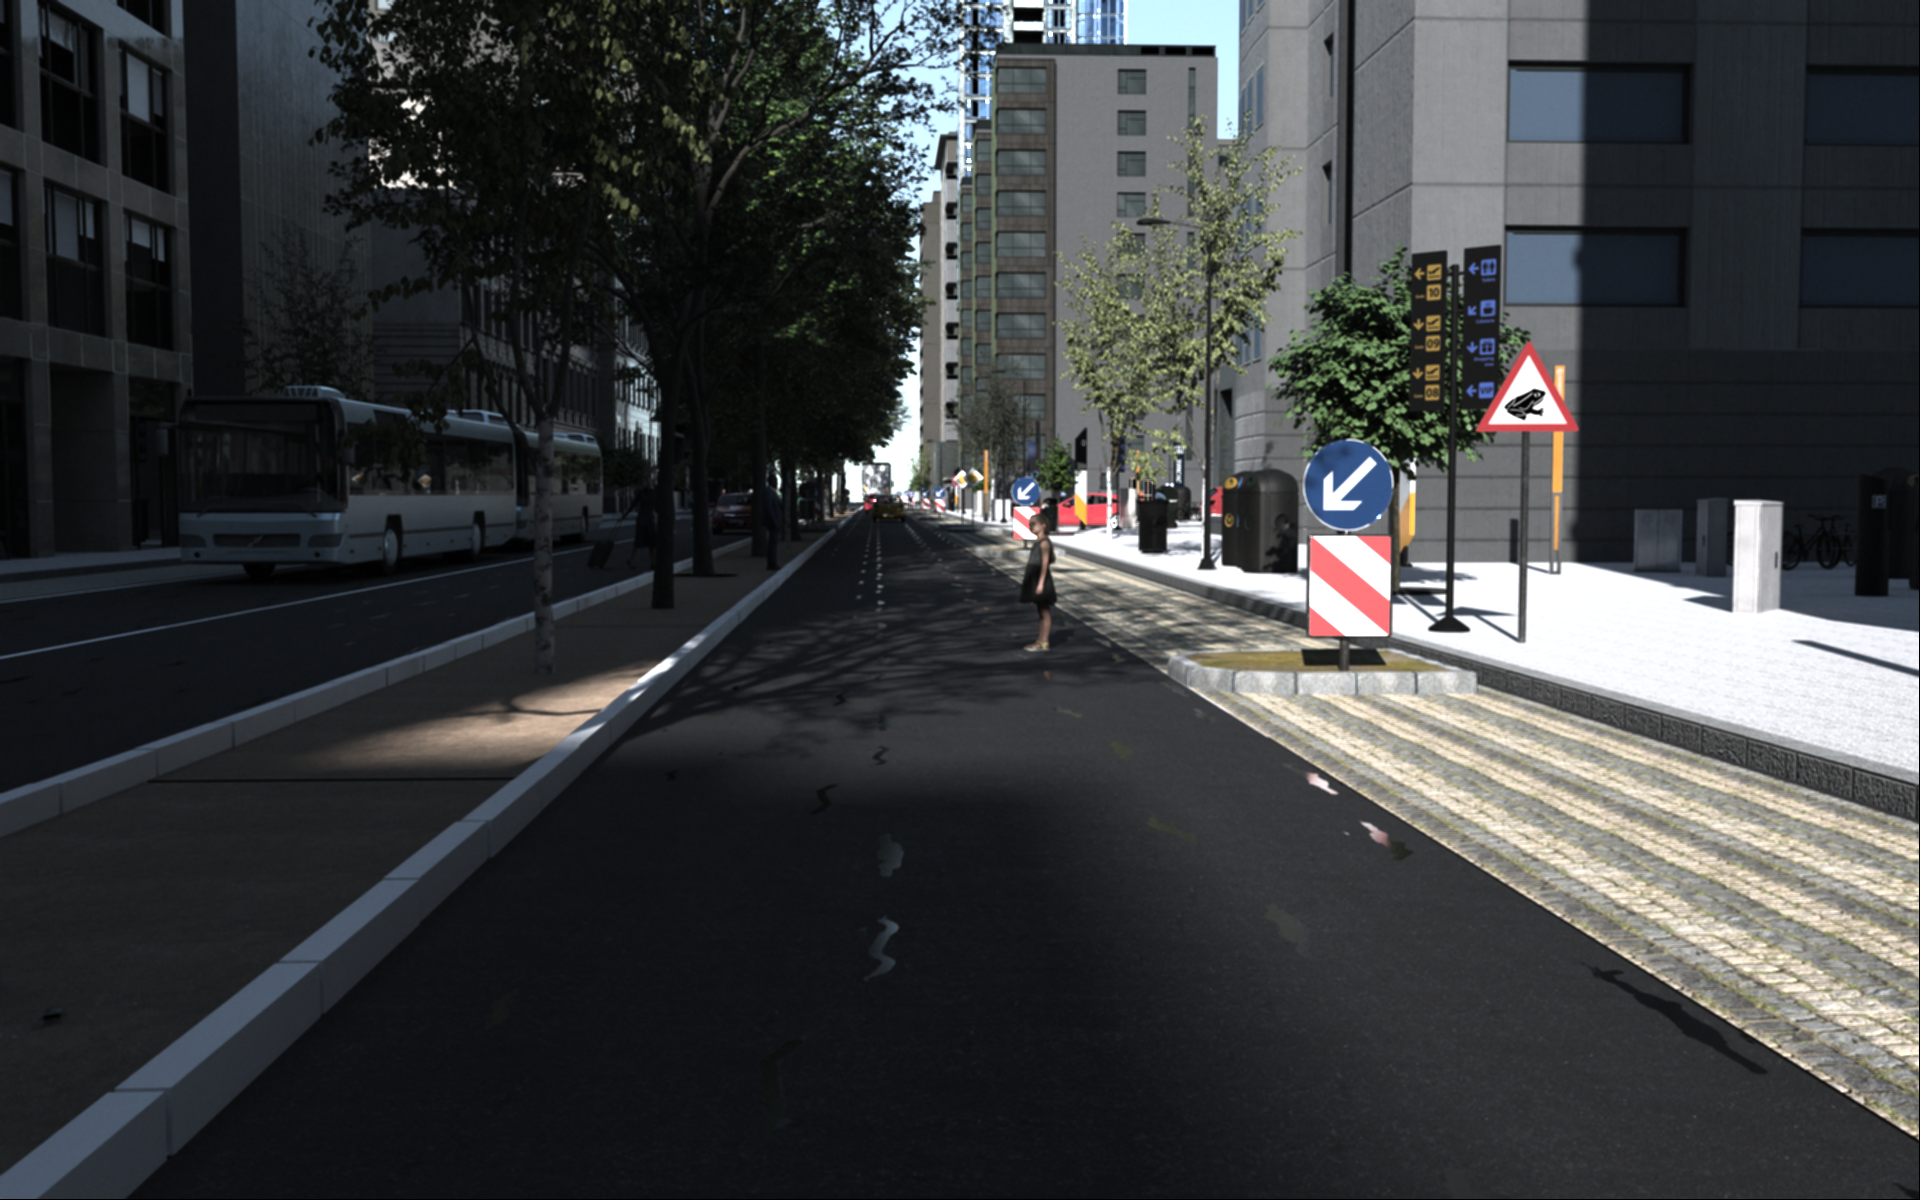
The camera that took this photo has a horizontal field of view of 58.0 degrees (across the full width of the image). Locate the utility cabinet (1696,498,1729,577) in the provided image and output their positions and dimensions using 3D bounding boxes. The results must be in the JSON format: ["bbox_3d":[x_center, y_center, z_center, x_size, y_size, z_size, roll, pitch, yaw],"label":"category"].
[{"bbox_3d":[11.806,-0.983,27.227,0.306,1.237,1.020,1,4,14],"label":"utility cabinet"}]

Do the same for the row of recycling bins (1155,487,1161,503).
[{"bbox_3d":[12.320,-5.919,103.892,1.069,1.692,3.534,0,4,-5],"label":"row of recycling bins"}]

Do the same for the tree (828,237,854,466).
[{"bbox_3d":[-4.526,-5.634,44.932,4.737,8.622,4.395,0,3,0],"label":"tree"}]

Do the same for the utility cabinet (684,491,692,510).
[{"bbox_3d":[-21.141,-7.753,135.444,0.318,1.500,1.173,1,4,21],"label":"utility cabinet"}]

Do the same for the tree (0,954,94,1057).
[{"bbox_3d":[-3.044,-5.598,4.352,12.009,13.543,11.850,0,3,0],"label":"tree"}]

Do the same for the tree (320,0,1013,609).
[{"bbox_3d":[-3.712,-5.141,20.931,8.767,10.594,7.601,0,4,-3],"label":"tree"}]

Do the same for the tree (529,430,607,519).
[{"bbox_3d":[-19.101,-5.850,79.363,4.285,4.588,4.351,0,3,0],"label":"tree"}]

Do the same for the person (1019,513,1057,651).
[{"bbox_3d":[0.712,-0.167,15.908,0.373,1.253,0.362,-1,4,-11],"label":"person"}]

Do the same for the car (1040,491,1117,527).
[{"bbox_3d":[4.731,-3.642,68.579,4.494,1.783,2.155,0,4,-2],"label":"car"}]

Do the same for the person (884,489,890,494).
[{"bbox_3d":[-5.456,-7.441,130.140,0.580,1.828,0.573,1,4,21],"label":"person"}]

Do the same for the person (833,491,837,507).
[{"bbox_3d":[-13.550,-11.046,189.198,1.348,1.812,0.705,-2,4,-24],"label":"person"}]

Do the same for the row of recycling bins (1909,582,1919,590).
[{"bbox_3d":[14.515,-0.958,22.769,3.534,1.692,1.069,1,4,16],"label":"row of recycling bins"}]

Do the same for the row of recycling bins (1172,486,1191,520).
[{"bbox_3d":[10.842,-4.809,85.733,1.069,1.692,3.534,0,4,4],"label":"row of recycling bins"}]

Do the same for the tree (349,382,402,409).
[{"bbox_3d":[-17.537,-4.095,50.670,4.285,4.588,4.351,0,3,0],"label":"tree"}]

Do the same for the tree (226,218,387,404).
[{"bbox_3d":[-17.188,-5.862,46.211,4.360,8.622,3.978,0,3,0],"label":"tree"}]

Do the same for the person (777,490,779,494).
[{"bbox_3d":[-15.276,-8.304,144.692,0.534,1.772,0.576,-1,4,-19],"label":"person"}]

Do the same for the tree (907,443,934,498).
[{"bbox_3d":[-5.310,-17.824,241.780,4.737,8.622,4.395,0,3,0],"label":"tree"}]

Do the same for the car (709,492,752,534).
[{"bbox_3d":[-8.025,-3.292,62.870,2.155,1.783,4.494,0,4,-5],"label":"car"}]

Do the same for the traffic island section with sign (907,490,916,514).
[{"bbox_3d":[-2.551,-6.930,121.930,1.989,1.847,2.006,0,4,-3],"label":"traffic island section with sign"}]

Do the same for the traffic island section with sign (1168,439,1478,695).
[{"bbox_3d":[2.653,-0.282,13.234,1.989,1.847,2.006,0,4,-3],"label":"traffic island section with sign"}]

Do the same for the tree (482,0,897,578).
[{"bbox_3d":[-4.556,-6.208,29.716,9.928,11.665,9.643,0,3,0],"label":"tree"}]

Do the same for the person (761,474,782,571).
[{"bbox_3d":[-3.518,-1.455,32.476,0.419,1.800,0.721,-1,4,-9],"label":"person"}]

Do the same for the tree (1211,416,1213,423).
[{"bbox_3d":[17.001,-9.463,105.082,4.360,8.622,3.978,0,3,0],"label":"tree"}]

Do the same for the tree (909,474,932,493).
[{"bbox_3d":[-5.683,-16.187,248.371,4.285,4.588,4.351,0,3,0],"label":"tree"}]

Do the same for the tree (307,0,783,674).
[{"bbox_3d":[-3.360,-3.728,13.770,4.737,8.622,4.395,0,3,0],"label":"tree"}]

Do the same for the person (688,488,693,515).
[{"bbox_3d":[-17.976,-6.627,116.689,0.795,1.843,0.661,3,4,38],"label":"person"}]

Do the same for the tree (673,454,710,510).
[{"bbox_3d":[-22.046,-9.637,141.278,4.285,4.588,4.351,0,3,0],"label":"tree"}]

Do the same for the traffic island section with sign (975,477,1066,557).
[{"bbox_3d":[1.363,-1.933,40.236,1.989,1.847,2.006,0,4,-3],"label":"traffic island section with sign"}]

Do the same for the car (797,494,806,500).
[{"bbox_3d":[-18.998,-11.748,203.882,2.131,1.459,4.920,0,4,-3],"label":"car"}]

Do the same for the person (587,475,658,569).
[{"bbox_3d":[-6.358,-1.503,33.285,1.509,1.804,0.699,1,4,22],"label":"person"}]

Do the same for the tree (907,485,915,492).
[{"bbox_3d":[-8.328,-18.678,299.990,1.663,3.219,1.824,0,3,0],"label":"tree"}]

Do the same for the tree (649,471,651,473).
[{"bbox_3d":[-20.003,-7.269,102.559,4.285,4.588,4.351,0,3,0],"label":"tree"}]

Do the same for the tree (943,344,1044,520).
[{"bbox_3d":[1.472,-8.234,84.995,4.360,8.622,3.978,0,3,0],"label":"tree"}]

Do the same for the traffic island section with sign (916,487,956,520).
[{"bbox_3d":[-1.253,-5.283,95.006,1.989,1.847,2.006,0,4,-3],"label":"traffic island section with sign"}]

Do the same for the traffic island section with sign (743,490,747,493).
[{"bbox_3d":[-21.152,-9.954,171.380,1.989,1.847,2.006,0,4,-3],"label":"traffic island section with sign"}]

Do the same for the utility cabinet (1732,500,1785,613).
[{"bbox_3d":[8.781,-0.482,19.039,0.306,1.237,1.020,3,4,38],"label":"utility cabinet"}]

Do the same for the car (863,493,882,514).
[{"bbox_3d":[-5.980,-7.101,125.142,2.155,1.783,4.494,0,4,-1],"label":"car"}]

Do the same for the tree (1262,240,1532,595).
[{"bbox_3d":[5.700,-2.382,22.666,4.285,4.588,4.351,0,3,0],"label":"tree"}]

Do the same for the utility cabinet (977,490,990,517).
[{"bbox_3d":[1.308,-5.459,97.931,0.318,1.500,1.173,2,4,23],"label":"utility cabinet"}]

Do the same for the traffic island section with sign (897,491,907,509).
[{"bbox_3d":[-4.953,-9.990,171.970,1.989,1.847,2.006,0,4,-3],"label":"traffic island section with sign"}]

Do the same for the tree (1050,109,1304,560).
[{"bbox_3d":[4.565,-5.073,33.298,4.737,8.622,4.395,0,3,0],"label":"tree"}]

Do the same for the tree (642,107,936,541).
[{"bbox_3d":[-5.143,-8.756,52.265,9.857,13.997,8.962,0,3,0],"label":"tree"}]

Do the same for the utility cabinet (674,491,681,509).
[{"bbox_3d":[-23.618,-8.303,144.433,0.318,1.500,1.173,-2,4,-32],"label":"utility cabinet"}]

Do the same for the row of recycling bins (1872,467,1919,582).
[{"bbox_3d":[15.645,-1.175,26.320,3.534,1.692,1.069,1,4,11],"label":"row of recycling bins"}]

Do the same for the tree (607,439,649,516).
[{"bbox_3d":[-19.330,-6.523,90.364,4.285,4.588,4.351,0,3,0],"label":"tree"}]

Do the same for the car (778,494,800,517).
[{"bbox_3d":[-10.990,-6.148,109.322,1.959,1.807,4.718,0,4,-4],"label":"car"}]

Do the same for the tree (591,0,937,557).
[{"bbox_3d":[-4.409,-7.212,38.495,7.486,12.596,7.792,0,3,0],"label":"tree"}]

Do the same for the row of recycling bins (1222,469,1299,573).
[{"bbox_3d":[5.153,-1.379,29.660,1.069,1.692,3.534,0,4,1],"label":"row of recycling bins"}]

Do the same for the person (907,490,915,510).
[{"bbox_3d":[-4.255,-8.793,152.127,0.709,1.838,0.599,2,4,27],"label":"person"}]

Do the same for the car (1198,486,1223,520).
[{"bbox_3d":[12.091,-3.663,68.570,5.304,1.827,2.281,0,4,-3],"label":"car"}]

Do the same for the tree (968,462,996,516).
[{"bbox_3d":[1.138,-6.416,99.508,1.663,3.219,1.824,0,3,0],"label":"tree"}]

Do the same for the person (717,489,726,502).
[{"bbox_3d":[-15.767,-6.497,115.077,0.716,1.782,0.532,-2,4,-26],"label":"person"}]

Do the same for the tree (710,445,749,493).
[{"bbox_3d":[-23.358,-13.860,176.975,4.360,8.622,3.978,0,3,0],"label":"tree"}]

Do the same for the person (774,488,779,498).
[{"bbox_3d":[-10.506,-5.470,97.732,0.655,1.846,0.447,1,4,22],"label":"person"}]

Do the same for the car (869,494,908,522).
[{"bbox_3d":[-3.708,-4.876,89.942,2.015,1.641,3.980,0,4,-3],"label":"car"}]

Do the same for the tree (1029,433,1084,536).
[{"bbox_3d":[3.166,-3.635,54.040,1.663,3.219,1.824,0,3,0],"label":"tree"}]

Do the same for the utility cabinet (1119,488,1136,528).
[{"bbox_3d":[6.223,-3.401,64.277,0.318,1.500,1.173,-1,4,-11],"label":"utility cabinet"}]

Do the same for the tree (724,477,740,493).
[{"bbox_3d":[-25.615,-12.463,198.368,1.663,3.219,1.824,0,3,0],"label":"tree"}]

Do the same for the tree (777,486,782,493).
[{"bbox_3d":[-30.091,-18.394,295.342,1.663,3.219,1.824,0,3,0],"label":"tree"}]
